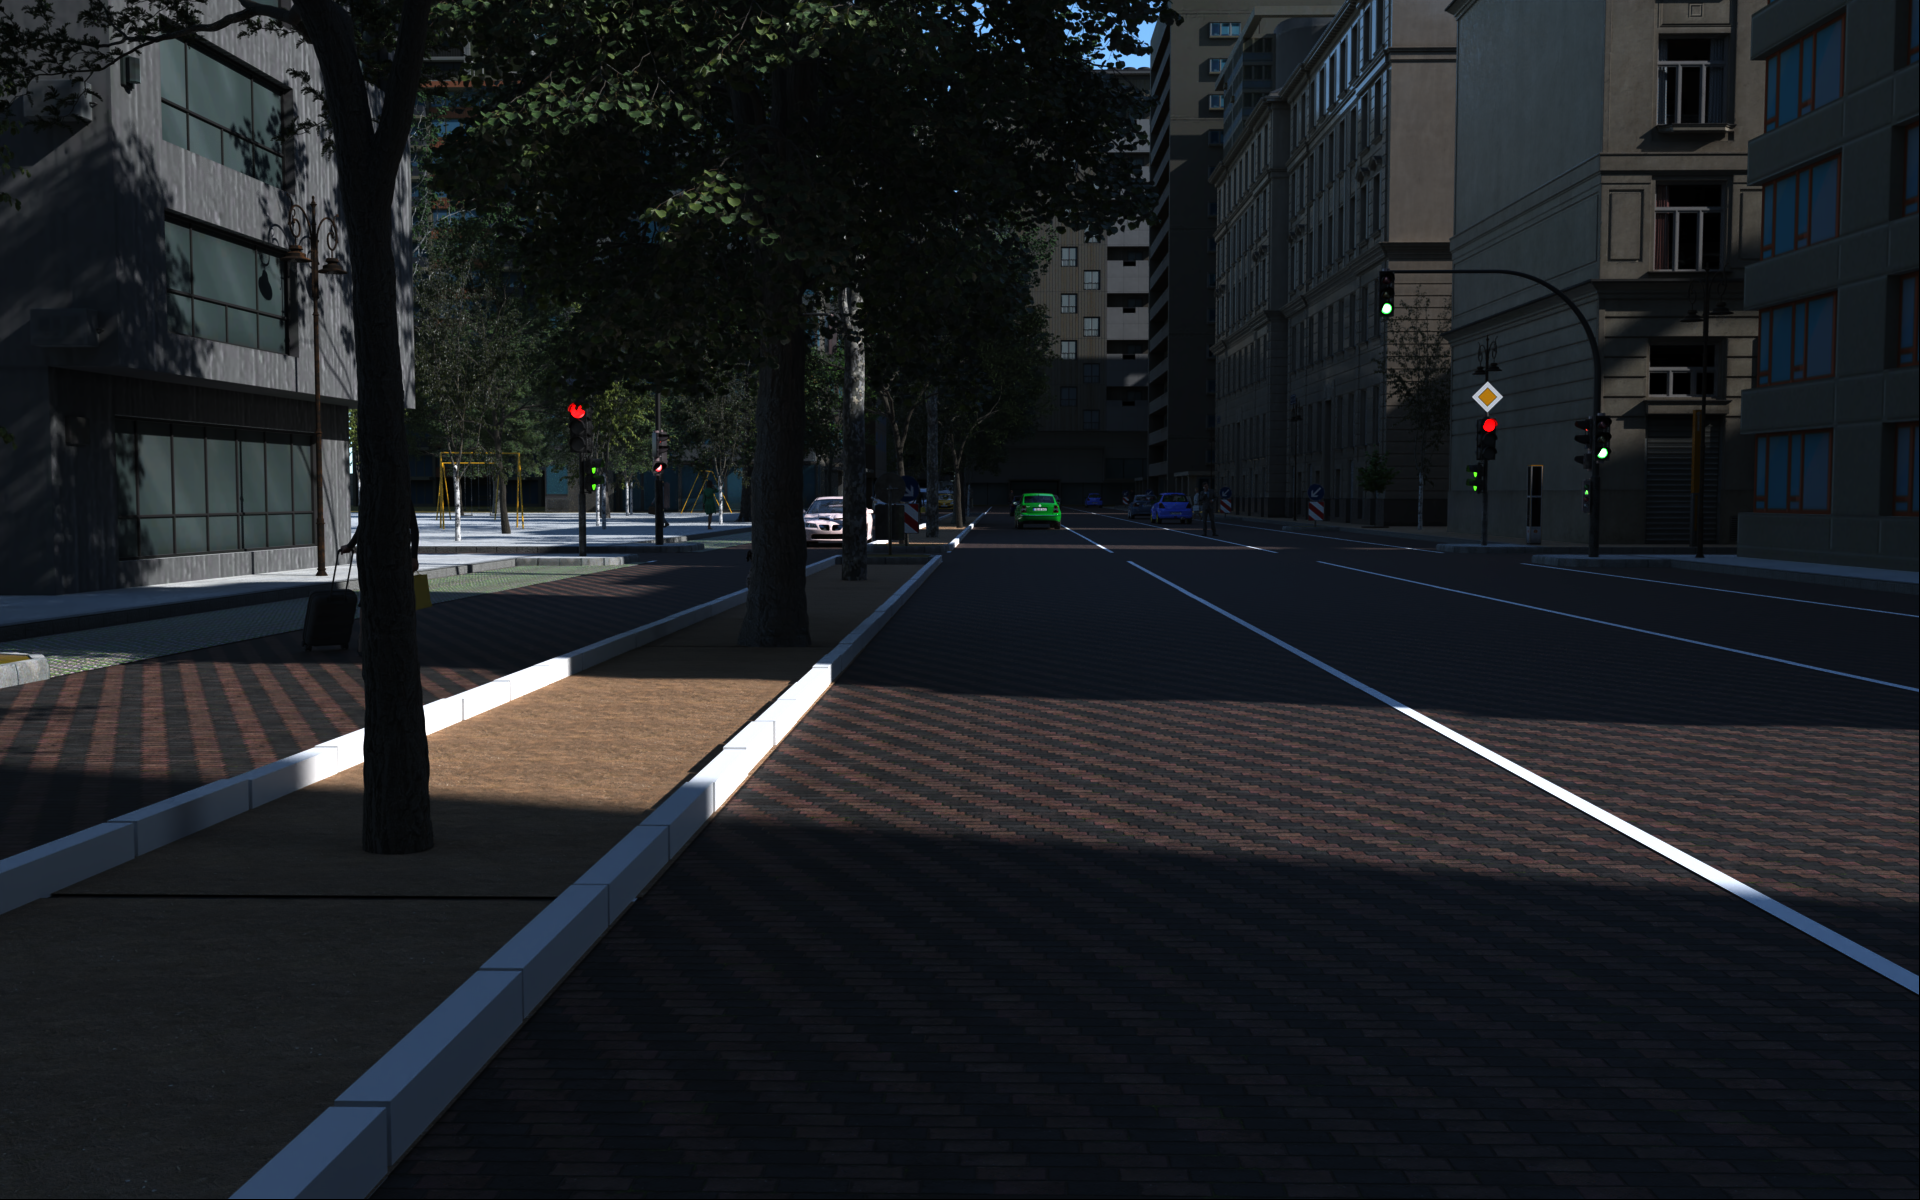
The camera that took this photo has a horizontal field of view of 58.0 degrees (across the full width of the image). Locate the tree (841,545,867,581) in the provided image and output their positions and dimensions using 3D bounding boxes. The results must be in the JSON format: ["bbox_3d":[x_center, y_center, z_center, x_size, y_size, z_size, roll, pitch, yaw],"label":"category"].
[{"bbox_3d":[-2.939,-10.433,28.931,12.611,20.169,13.585,0,3,0],"label":"tree"}]

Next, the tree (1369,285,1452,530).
[{"bbox_3d":[16.730,-6.816,61.806,4.360,8.622,3.978,0,3,0],"label":"tree"}]

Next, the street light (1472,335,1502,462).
[{"bbox_3d":[15.305,-4.748,50.417,0.468,5.910,1.993,0,4,1],"label":"street light"}]

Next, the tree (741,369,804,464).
[{"bbox_3d":[-10.822,-9.053,98.375,4.737,8.622,4.395,0,3,0],"label":"tree"}]

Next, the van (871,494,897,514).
[{"bbox_3d":[-5.442,-7.272,125.907,2.013,2.044,4.112,0,4,1],"label":"van"}]

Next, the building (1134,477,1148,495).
[{"bbox_3d":[34.914,-29.930,181.244,32.217,40.220,23.993,0,4,1],"label":"building"}]

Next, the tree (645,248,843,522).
[{"bbox_3d":[-9.834,-9.977,80.137,9.611,12.733,9.660,0,3,0],"label":"tree"}]

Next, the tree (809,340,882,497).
[{"bbox_3d":[-8.512,-11.502,113.811,9.928,11.665,9.643,0,3,0],"label":"tree"}]

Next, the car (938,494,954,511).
[{"bbox_3d":[-1.203,-8.175,143.887,2.015,1.641,3.980,0,4,3],"label":"car"}]

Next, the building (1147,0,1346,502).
[{"bbox_3d":[28.801,-32.681,158.034,21.300,48.544,21.600,0,4,1],"label":"building"}]

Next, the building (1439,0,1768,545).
[{"bbox_3d":[30.526,-13.273,50.298,30.059,22.955,16.112,0,4,1],"label":"building"}]

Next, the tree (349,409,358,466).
[{"bbox_3d":[-33.202,-8.992,97.382,4.360,8.622,3.978,0,3,0],"label":"tree"}]

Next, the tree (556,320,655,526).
[{"bbox_3d":[-14.619,-7.306,69.816,4.360,8.622,3.978,0,3,0],"label":"tree"}]

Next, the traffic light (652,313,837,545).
[{"bbox_3d":[-5.485,-4.219,43.641,4.771,5.953,1.251,0,4,1],"label":"traffic light"}]

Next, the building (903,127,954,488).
[{"bbox_3d":[-11.539,-36.025,212.713,21.600,48.544,21.300,0,4,1],"label":"building"}]

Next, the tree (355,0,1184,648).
[{"bbox_3d":[-1.758,-6.542,16.080,9.857,13.997,8.962,0,3,0],"label":"tree"}]

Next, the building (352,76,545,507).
[{"bbox_3d":[-48.975,-32.398,184.327,28.867,44.769,22.147,0,4,1],"label":"building"}]

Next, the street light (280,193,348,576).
[{"bbox_3d":[-10.020,-3.316,27.007,0.468,5.910,1.993,0,4,1],"label":"street light"}]

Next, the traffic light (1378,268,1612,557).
[{"bbox_3d":[10.783,-3.695,35.085,4.771,5.953,1.251,0,4,1],"label":"traffic light"}]

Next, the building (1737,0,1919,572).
[{"bbox_3d":[29.384,-10.706,20.089,27.650,21.520,28.899,0,4,1],"label":"building"}]

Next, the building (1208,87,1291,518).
[{"bbox_3d":[22.616,-18.819,104.959,12.463,27.353,25.104,0,4,1],"label":"building"}]

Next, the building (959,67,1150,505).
[{"bbox_3d":[13.085,-38.293,215.327,27.495,52.752,28.713,0,4,1],"label":"building"}]

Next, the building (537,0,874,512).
[{"bbox_3d":[-19.244,-31.462,134.009,23.786,49.044,30.456,0,4,1],"label":"building"}]

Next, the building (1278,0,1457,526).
[{"bbox_3d":[22.758,-17.286,79.890,12.463,27.353,25.104,0,4,1],"label":"building"}]

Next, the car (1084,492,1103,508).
[{"bbox_3d":[14.019,-10.515,181.511,1.945,1.707,3.694,0,4,1],"label":"car"}]

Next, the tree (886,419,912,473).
[{"bbox_3d":[-6.734,-13.255,167.082,4.737,8.622,4.395,0,3,0],"label":"tree"}]

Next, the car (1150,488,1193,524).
[{"bbox_3d":[10.227,-4.549,83.964,1.945,1.707,3.694,0,4,0],"label":"car"}]

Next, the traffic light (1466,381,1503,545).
[{"bbox_3d":[13.077,-3.317,43.157,0.839,4.253,0.868,0,4,1],"label":"traffic light"}]

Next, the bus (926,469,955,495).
[{"bbox_3d":[-1.624,-10.895,169.683,2.896,3.916,12.252,0,4,1],"label":"bus"}]

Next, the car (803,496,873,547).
[{"bbox_3d":[-3.447,-2.221,48.669,2.083,1.381,4.827,0,4,0],"label":"car"}]

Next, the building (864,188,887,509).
[{"bbox_3d":[-14.044,-30.959,156.293,14.600,45.320,14.200,0,4,1],"label":"building"}]

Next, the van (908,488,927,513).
[{"bbox_3d":[-2.758,-6.606,115.026,2.013,2.044,4.112,0,4,3],"label":"van"}]

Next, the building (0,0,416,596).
[{"bbox_3d":[-17.230,-15.670,27.907,14.107,30.474,14.160,0,4,1],"label":"building"}]

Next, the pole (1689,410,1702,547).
[{"bbox_3d":[17.850,-2.947,42.024,0.158,3.312,0.155,0,3,0],"label":"pole"}]

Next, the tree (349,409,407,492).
[{"bbox_3d":[-31.562,-8.633,91.512,4.737,8.622,4.395,0,3,0],"label":"tree"}]

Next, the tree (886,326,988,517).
[{"bbox_3d":[-0.929,-6.929,66.103,4.360,8.622,3.978,0,3,0],"label":"tree"}]

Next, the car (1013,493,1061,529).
[{"bbox_3d":[3.205,-3.867,72.017,1.959,1.807,4.718,0,4,0],"label":"car"}]

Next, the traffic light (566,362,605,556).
[{"bbox_3d":[-7.779,-2.860,35.675,0.839,4.253,0.868,0,4,1],"label":"traffic light"}]

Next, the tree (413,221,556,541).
[{"bbox_3d":[-13.569,-5.898,46.790,4.360,8.622,3.978,0,3,0],"label":"tree"}]

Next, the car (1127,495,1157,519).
[{"bbox_3d":[10.689,-5.405,100.374,2.014,1.417,4.499,0,4,3],"label":"car"}]

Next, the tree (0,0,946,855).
[{"bbox_3d":[-2.228,-4.289,6.995,8.767,10.594,7.601,0,4,1],"label":"tree"}]

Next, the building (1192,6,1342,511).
[{"bbox_3d":[33.405,-27.057,134.264,32.217,40.220,23.993,0,4,1],"label":"building"}]

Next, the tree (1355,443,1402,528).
[{"bbox_3d":[15.773,-4.365,65.968,1.663,3.219,1.824,0,3,0],"label":"tree"}]

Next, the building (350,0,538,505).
[{"bbox_3d":[-61.981,-47.358,212.547,20.611,71.187,20.563,0,4,1],"label":"building"}]

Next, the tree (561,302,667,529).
[{"bbox_3d":[-12.895,-6.890,63.008,4.737,8.622,4.395,0,3,0],"label":"tree"}]

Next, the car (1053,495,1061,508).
[{"bbox_3d":[8.653,-9.372,165.599,2.083,1.381,4.827,0,4,2],"label":"car"}]

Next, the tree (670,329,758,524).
[{"bbox_3d":[-10.098,-7.485,72.750,4.360,8.622,3.978,0,3,0],"label":"tree"}]

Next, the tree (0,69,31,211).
[{"bbox_3d":[-11.105,-4.075,16.988,4.737,8.622,4.395,0,3,0],"label":"tree"}]

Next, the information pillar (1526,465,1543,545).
[{"bbox_3d":[14.582,-2.414,43.960,0.304,2.012,0.304,0,4,2],"label":"information pillar"}]

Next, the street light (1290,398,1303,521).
[{"bbox_3d":[16.157,-6.763,83.359,0.468,5.910,1.993,0,4,1],"label":"street light"}]

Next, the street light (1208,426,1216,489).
[{"bbox_3d":[17.006,-8.832,117.192,0.468,5.910,1.993,0,4,1],"label":"street light"}]

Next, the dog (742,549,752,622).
[{"bbox_3d":[-2.354,-0.166,19.556,0.513,0.831,0.800,2,4,26],"label":"dog"}]

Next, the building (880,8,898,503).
[{"bbox_3d":[-20.432,-39.247,183.688,28.212,58.520,21.231,0,4,1],"label":"building"}]

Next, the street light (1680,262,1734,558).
[{"bbox_3d":[14.925,-3.790,34.758,0.468,5.910,1.993,0,4,1],"label":"street light"}]

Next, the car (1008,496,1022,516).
[{"bbox_3d":[4.109,-6.141,112.984,1.945,1.354,3.894,0,4,1],"label":"car"}]
